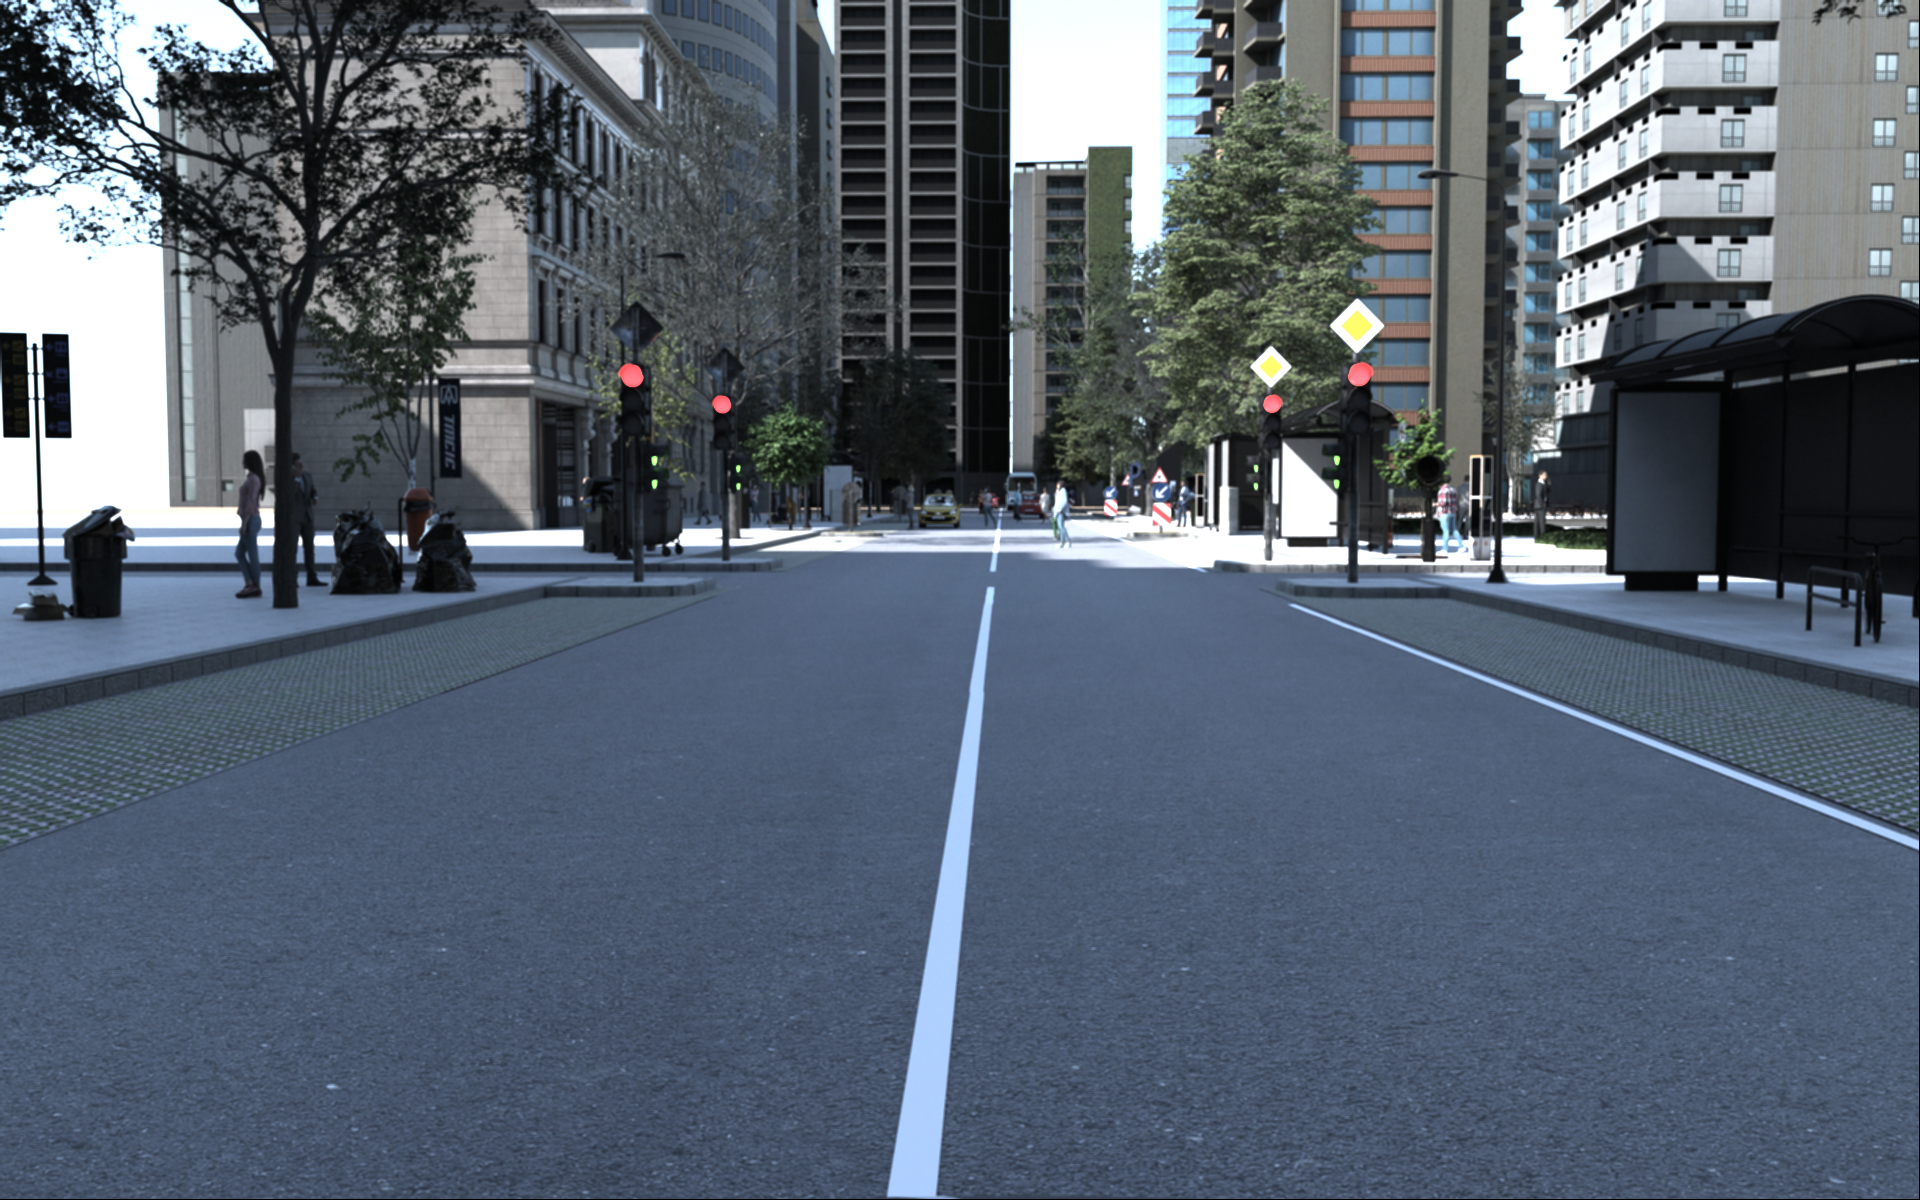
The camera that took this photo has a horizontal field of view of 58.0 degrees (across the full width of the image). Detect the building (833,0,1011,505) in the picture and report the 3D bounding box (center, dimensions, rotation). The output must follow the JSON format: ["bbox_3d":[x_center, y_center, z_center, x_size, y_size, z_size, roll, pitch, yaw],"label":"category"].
[{"bbox_3d":[-4.153,-47.162,209.351,20.611,71.187,20.563,0,4,1],"label":"building"}]

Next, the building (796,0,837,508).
[{"bbox_3d":[-23.359,-33.134,165.450,21.600,48.544,21.300,0,4,1],"label":"building"}]

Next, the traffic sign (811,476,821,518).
[{"bbox_3d":[-7.513,-5.595,91.578,0.768,2.556,0.104,0,4,5],"label":"traffic sign"}]

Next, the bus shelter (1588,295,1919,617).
[{"bbox_3d":[9.317,-1.618,20.378,2.014,3.302,5.546,0,4,1],"label":"bus shelter"}]

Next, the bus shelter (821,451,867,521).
[{"bbox_3d":[-5.707,-5.484,83.592,2.014,3.302,5.546,0,4,1],"label":"bus shelter"}]

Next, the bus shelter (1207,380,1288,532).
[{"bbox_3d":[9.388,-4.934,58.309,2.179,5.291,8.768,0,4,2],"label":"bus shelter"}]

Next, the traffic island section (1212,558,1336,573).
[{"bbox_3d":[5.912,-0.660,33.080,2.009,0.180,2.903,0,4,1],"label":"traffic island section"}]

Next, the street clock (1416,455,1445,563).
[{"bbox_3d":[8.805,-1.705,32.454,0.471,2.002,0.358,3,4,37],"label":"street clock"}]

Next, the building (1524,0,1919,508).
[{"bbox_3d":[70.154,-34.867,159.308,27.495,52.752,28.713,0,4,1],"label":"building"}]

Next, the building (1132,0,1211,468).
[{"bbox_3d":[35.945,-54.759,207.974,31.000,86.520,22.319,0,4,1],"label":"building"}]

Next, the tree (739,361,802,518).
[{"bbox_3d":[-11.380,-8.755,93.513,4.737,8.622,4.395,0,3,0],"label":"tree"}]

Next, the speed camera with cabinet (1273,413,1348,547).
[{"bbox_3d":[8.741,-2.953,42.613,2.038,3.252,0.660,-1,4,-14],"label":"speed camera with cabinet"}]

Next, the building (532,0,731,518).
[{"bbox_3d":[-20.838,-18.676,92.747,14.401,28.519,23.554,0,4,1],"label":"building"}]

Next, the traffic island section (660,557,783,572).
[{"bbox_3d":[-4.526,-0.677,33.344,2.009,0.180,2.903,0,4,1],"label":"traffic island section"}]

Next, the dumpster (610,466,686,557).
[{"bbox_3d":[-6.493,-1.853,36.056,1.264,1.857,1.865,0,4,2],"label":"dumpster"}]

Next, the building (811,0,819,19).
[{"bbox_3d":[-29.966,-54.872,209.827,31.000,86.520,22.319,0,4,1],"label":"building"}]

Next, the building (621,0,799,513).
[{"bbox_3d":[-23.615,-35.474,121.992,21.231,58.520,28.212,0,4,1],"label":"building"}]

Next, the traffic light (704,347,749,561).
[{"bbox_3d":[-4.486,-2.709,33.208,0.839,4.253,0.868,0,4,1],"label":"traffic light"}]

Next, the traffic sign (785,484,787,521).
[{"bbox_3d":[-7.657,-4.659,76.280,0.768,2.556,0.104,0,4,3],"label":"traffic sign"}]

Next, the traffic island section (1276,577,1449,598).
[{"bbox_3d":[5.713,-0.172,25.097,2.009,0.180,2.903,0,4,1],"label":"traffic island section"}]

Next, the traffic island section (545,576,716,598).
[{"bbox_3d":[-4.725,-0.188,25.361,2.009,0.180,2.903,0,4,1],"label":"traffic island section"}]

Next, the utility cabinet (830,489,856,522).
[{"bbox_3d":[-5.317,-4.283,78.699,1.173,1.500,0.318,-1,4,-22],"label":"utility cabinet"}]

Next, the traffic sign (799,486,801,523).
[{"bbox_3d":[-7.137,-4.717,77.223,0.768,2.556,0.104,1,4,9],"label":"traffic sign"}]

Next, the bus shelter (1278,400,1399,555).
[{"bbox_3d":[8.362,-2.759,39.041,2.014,3.302,5.546,0,4,2],"label":"bus shelter"}]

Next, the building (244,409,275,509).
[{"bbox_3d":[-48.052,-35.079,162.773,27.495,52.752,28.713,0,4,1],"label":"building"}]

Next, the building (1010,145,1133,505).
[{"bbox_3d":[13.101,-31.968,206.276,14.086,41.232,14.154,0,4,1],"label":"building"}]

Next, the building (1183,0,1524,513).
[{"bbox_3d":[29.396,-29.194,131.938,22.147,44.769,28.867,0,4,1],"label":"building"}]

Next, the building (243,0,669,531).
[{"bbox_3d":[-19.217,-12.848,60.975,10.553,20.767,40.483,0,4,1],"label":"building"}]

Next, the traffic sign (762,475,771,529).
[{"bbox_3d":[-7.075,-3.936,64.467,0.768,2.556,0.104,1,4,9],"label":"traffic sign"}]

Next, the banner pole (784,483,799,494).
[{"bbox_3d":[-7.752,-5.449,79.106,0.863,3.779,0.401,0,4,-1],"label":"banner pole"}]

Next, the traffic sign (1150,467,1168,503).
[{"bbox_3d":[9.436,-5.010,81.925,0.884,2.594,0.081,1,4,9],"label":"traffic sign"}]

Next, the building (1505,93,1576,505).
[{"bbox_3d":[66.696,-36.089,209.661,30.456,49.044,23.786,0,4,1],"label":"building"}]

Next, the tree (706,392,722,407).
[{"bbox_3d":[-10.525,-8.355,86.972,4.360,8.622,3.978,0,3,0],"label":"tree"}]

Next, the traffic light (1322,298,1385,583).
[{"bbox_3d":[5.673,-2.206,24.984,0.839,4.253,0.868,0,4,1],"label":"traffic light"}]

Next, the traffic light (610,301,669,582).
[{"bbox_3d":[-4.685,-2.220,25.226,0.839,4.253,0.868,0,4,1],"label":"traffic light"}]

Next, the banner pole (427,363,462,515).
[{"bbox_3d":[-9.867,-2.632,33.045,0.863,3.779,0.401,1,4,14],"label":"banner pole"}]

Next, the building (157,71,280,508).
[{"bbox_3d":[-68.652,-29.813,171.029,14.086,41.232,14.154,0,4,1],"label":"building"}]

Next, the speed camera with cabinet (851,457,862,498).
[{"bbox_3d":[-6.103,-6.022,92.789,0.660,3.252,2.038,3,4,39],"label":"speed camera with cabinet"}]

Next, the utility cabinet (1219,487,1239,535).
[{"bbox_3d":[8.305,-2.734,53.384,0.318,1.500,1.173,1,4,23],"label":"utility cabinet"}]

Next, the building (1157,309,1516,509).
[{"bbox_3d":[33.492,-19.348,161.384,27.650,21.520,28.899,0,4,1],"label":"building"}]

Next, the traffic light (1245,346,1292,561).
[{"bbox_3d":[5.873,-2.694,32.967,0.839,4.253,0.868,0,4,1],"label":"traffic light"}]

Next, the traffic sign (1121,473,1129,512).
[{"bbox_3d":[10.295,-6.493,106.161,0.884,2.594,0.081,1,4,8],"label":"traffic sign"}]

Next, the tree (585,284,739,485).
[{"bbox_3d":[-10.485,-6.619,58.584,4.737,8.622,4.395,0,3,0],"label":"tree"}]
